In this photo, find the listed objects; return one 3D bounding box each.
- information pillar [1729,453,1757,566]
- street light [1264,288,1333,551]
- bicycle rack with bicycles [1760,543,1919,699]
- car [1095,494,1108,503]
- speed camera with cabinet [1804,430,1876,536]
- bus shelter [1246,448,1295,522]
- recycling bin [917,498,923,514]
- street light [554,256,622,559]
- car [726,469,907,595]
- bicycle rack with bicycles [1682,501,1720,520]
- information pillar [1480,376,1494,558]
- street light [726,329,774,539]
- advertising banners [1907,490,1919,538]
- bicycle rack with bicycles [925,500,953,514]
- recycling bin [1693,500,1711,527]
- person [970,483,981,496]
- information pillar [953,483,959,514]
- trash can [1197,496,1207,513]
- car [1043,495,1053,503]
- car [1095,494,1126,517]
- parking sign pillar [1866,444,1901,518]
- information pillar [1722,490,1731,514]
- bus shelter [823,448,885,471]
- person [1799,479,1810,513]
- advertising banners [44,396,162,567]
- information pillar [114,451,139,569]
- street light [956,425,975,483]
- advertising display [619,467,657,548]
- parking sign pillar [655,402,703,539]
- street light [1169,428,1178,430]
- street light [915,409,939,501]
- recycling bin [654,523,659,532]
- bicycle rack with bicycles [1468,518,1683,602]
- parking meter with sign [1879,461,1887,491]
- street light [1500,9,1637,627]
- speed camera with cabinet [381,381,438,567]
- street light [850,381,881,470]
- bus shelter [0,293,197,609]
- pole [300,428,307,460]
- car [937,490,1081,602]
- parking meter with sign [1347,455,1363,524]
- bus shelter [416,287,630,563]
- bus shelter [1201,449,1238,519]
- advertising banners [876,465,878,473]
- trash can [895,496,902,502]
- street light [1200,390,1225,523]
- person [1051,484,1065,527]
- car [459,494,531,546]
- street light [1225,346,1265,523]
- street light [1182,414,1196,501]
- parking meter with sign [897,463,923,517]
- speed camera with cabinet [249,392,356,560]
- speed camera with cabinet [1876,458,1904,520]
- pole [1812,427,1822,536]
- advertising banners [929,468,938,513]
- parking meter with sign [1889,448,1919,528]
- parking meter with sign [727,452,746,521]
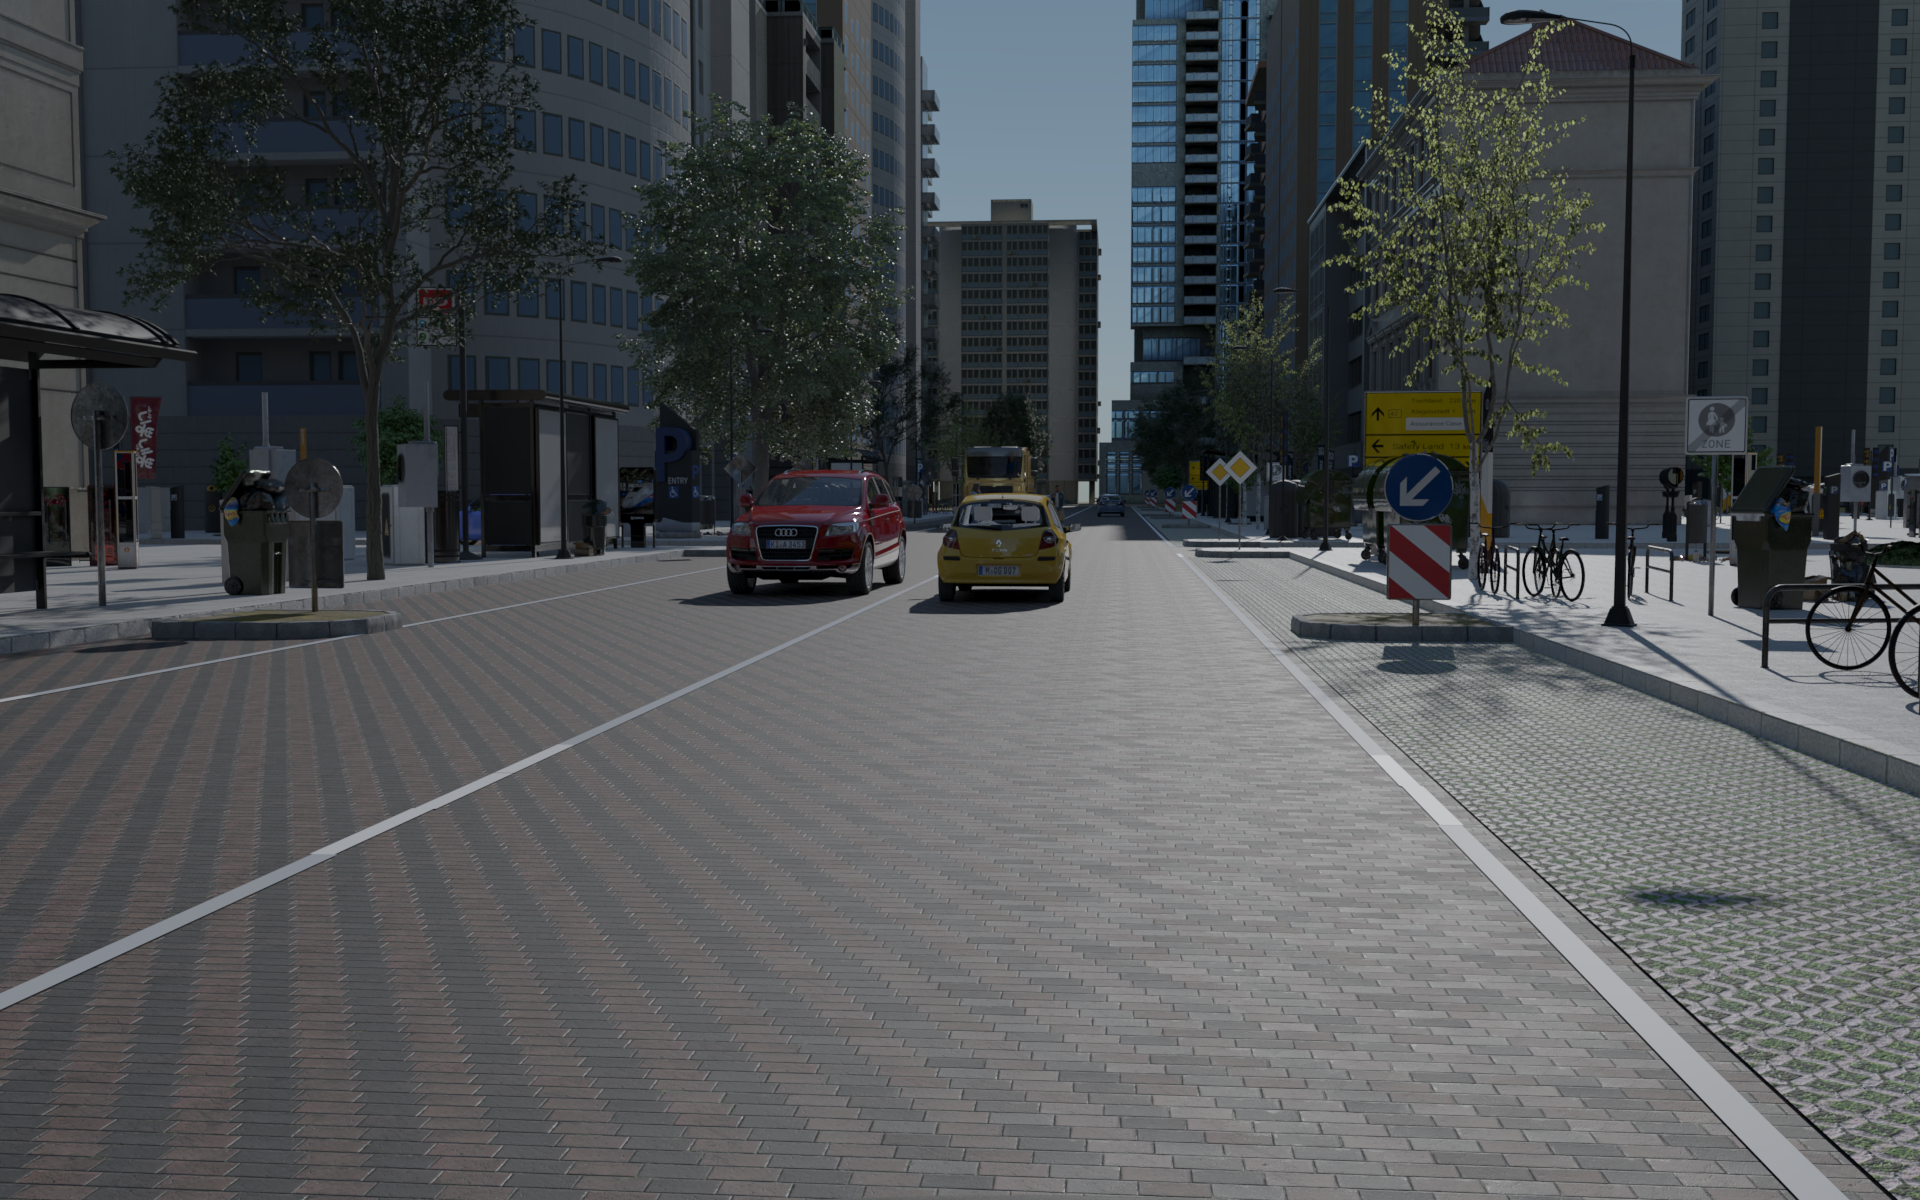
[{"bbox_3d":[13.959,-1.613,30.873,0.304,2.012,0.304,-2,4,-33],"label":"information pillar"},{"bbox_3d":[7.740,-4.072,39.112,1.470,5.913,1.316,0,4,5],"label":"street light"},{"bbox_3d":[7.085,0.092,11.874,2.925,0.926,2.852,0,4,-5],"label":"bicycle rack with bicycles"},{"bbox_3d":[14.347,-9.699,170.374,2.131,1.459,4.920,0,4,4],"label":"car"},{"bbox_3d":[26.765,-3.589,53.009,2.038,3.252,0.660,0,4,-6],"label":"speed camera with cabinet"},{"bbox_3d":[13.810,-5.149,78.107,2.014,3.302,5.546,0,4,5],"label":"bus shelter"},{"bbox_3d":[-2.790,-5.813,107.600,0.722,1.027,0.722,3,4,36],"label":"recycling bin"},{"bbox_3d":[-7.301,-3.761,34.031,1.470,5.913,1.316,0,4,5],"label":"street light"},{"bbox_3d":[-2.090,-1.085,26.415,2.281,1.827,5.304,0,4,7],"label":"car"},{"bbox_3d":[36.701,-4.534,87.505,2.852,0.926,2.925,0,4,3],"label":"bicycle rack with bicycles"},{"bbox_3d":[10.535,-2.645,34.607,0.183,3.616,0.504,0,4,-1],"label":"information pillar"},{"bbox_3d":[-5.923,-4.670,48.895,1.470,5.913,1.316,0,4,5],"label":"street light"},{"bbox_3d":[28.163,-3.329,50.609,0.090,3.025,2.074,1,4,9],"label":"advertising banners"},{"bbox_3d":[-1.760,-5.991,111.328,2.852,0.926,2.925,1,4,21],"label":"bicycle rack with bicycles"},{"bbox_3d":[29.438,-3.427,68.580,0.722,1.027,0.722,2,4,29],"label":"recycling bin"},{"bbox_3d":[0.462,-2.970,57.323,0.793,1.790,0.793,3,4,39],"label":"person"},{"bbox_3d":[-0.269,-6.648,113.186,0.304,2.012,0.304,3,4,38],"label":"information pillar"},{"bbox_3d":[16.561,-6.532,118.453,0.748,1.137,0.748,0,3,0],"label":"trash can"},{"bbox_3d":[6.709,-7.870,141.035,2.083,1.381,4.827,0,4,5],"label":"car"},{"bbox_3d":[9.644,-6.040,110.755,2.014,1.417,4.499,0,4,4],"label":"car"},{"bbox_3d":[50.333,-6.486,94.511,1.447,3.967,1.447,0,4,-7],"label":"parking sign pillar"},{"bbox_3d":[49.729,-7.398,112.316,0.504,3.616,0.183,0,4,5],"label":"information pillar"},{"bbox_3d":[-4.706,-5.090,77.144,2.014,3.302,5.546,0,4,5],"label":"bus shelter"},{"bbox_3d":[19.949,-2.042,42.106,0.699,1.804,1.509,-2,4,-32],"label":"person"},{"bbox_3d":[-15.324,-2.121,30.872,2.074,3.025,0.090,-1,4,-20],"label":"advertising banners"},{"bbox_3d":[-14.223,-1.534,29.570,0.304,2.012,0.304,-1,4,-18],"label":"information pillar"},{"bbox_3d":[0.284,-8.826,116.839,1.470,5.913,1.316,0,4,5],"label":"street light"},{"bbox_3d":[-7.681,-2.208,41.311,0.974,1.923,0.123,1,4,19],"label":"advertising display"},{"bbox_3d":[-8.223,-3.785,50.364,1.447,3.967,1.447,2,4,26],"label":"parking sign pillar"},{"bbox_3d":[15.486,-9.173,122.523,1.470,5.913,1.316,0,4,5],"label":"street light"},{"bbox_3d":[-1.820,-7.403,93.573,1.470,5.913,1.316,0,4,5],"label":"street light"},{"bbox_3d":[-9.553,-2.709,56.851,0.722,1.027,0.722,2,4,27],"label":"recycling bin"},{"bbox_3d":[7.707,-0.508,21.692,2.852,0.926,2.925,1,4,14],"label":"bicycle rack with bicycles"},{"bbox_3d":[48.548,-5.793,90.981,0.543,3.016,1.738,3,4,37],"label":"parking meter with sign"},{"bbox_3d":[5.882,-2.704,16.745,1.470,5.913,1.316,0,4,5],"label":"street light"},{"bbox_3d":[-9.834,-2.233,30.854,0.660,3.252,2.038,-2,4,-30],"label":"speed camera with cabinet"},{"bbox_3d":[-3.938,-6.037,71.240,1.470,5.913,1.316,0,4,5],"label":"street light"},{"bbox_3d":[-9.785,-1.397,16.771,2.014,3.302,5.546,0,4,5],"label":"bus shelter"},{"bbox_3d":[-20.228,-3.644,53.418,0.158,3.312,0.155,0,3,0],"label":"pole"},{"bbox_3d":[0.692,-0.873,24.495,2.015,1.641,3.980,0,4,5],"label":"car"},{"bbox_3d":[17.386,-4.881,76.059,0.543,3.016,1.738,0,4,3],"label":"parking meter with sign"},{"bbox_3d":[-9.197,-3.582,36.193,2.179,5.291,8.768,0,4,5],"label":"bus shelter"},{"bbox_3d":[13.967,-6.232,93.169,1.731,3.624,6.357,0,4,5],"label":"bus shelter"},{"bbox_3d":[-5.186,-6.693,105.618,0.090,3.025,2.074,-1,4,-11],"label":"advertising banners"},{"bbox_3d":[-3.815,-5.789,106.297,0.748,1.137,0.748,0,3,0],"label":"trash can"},{"bbox_3d":[11.455,-6.410,77.347,1.470,5.913,1.316,0,4,5],"label":"street light"},{"bbox_3d":[4.065,-3.840,71.262,0.794,1.824,0.713,3,5,42],"label":"person"},{"bbox_3d":[-12.558,-2.288,47.003,3.694,1.707,1.945,0,4,5],"label":"car"},{"bbox_3d":[9.221,-5.004,54.361,1.470,5.913,1.316,0,4,5],"label":"street light"},{"bbox_3d":[13.542,-7.806,100.174,1.470,5.913,1.316,0,4,5],"label":"street light"},{"bbox_3d":[-2.889,-6.202,97.667,1.738,3.016,0.543,3,5,41],"label":"parking meter with sign"},{"bbox_3d":[-12.798,-2.407,33.698,2.038,3.252,0.660,1,4,19],"label":"speed camera with cabinet"},{"bbox_3d":[47.172,-5.710,87.690,2.038,3.252,0.660,-2,4,-35],"label":"speed camera with cabinet"},{"bbox_3d":[25.973,-3.586,52.470,0.158,3.312,0.155,0,3,0],"label":"pole"},{"bbox_3d":[-1.785,-7.292,115.404,0.090,3.025,2.074,-1,4,-16],"label":"advertising banners"},{"bbox_3d":[36.011,-4.219,65.249,1.738,3.016,0.543,1,4,12],"label":"parking meter with sign"},{"bbox_3d":[-8.861,-4.465,69.260,0.543,3.016,1.738,-1,4,-18],"label":"parking meter with sign"}]
